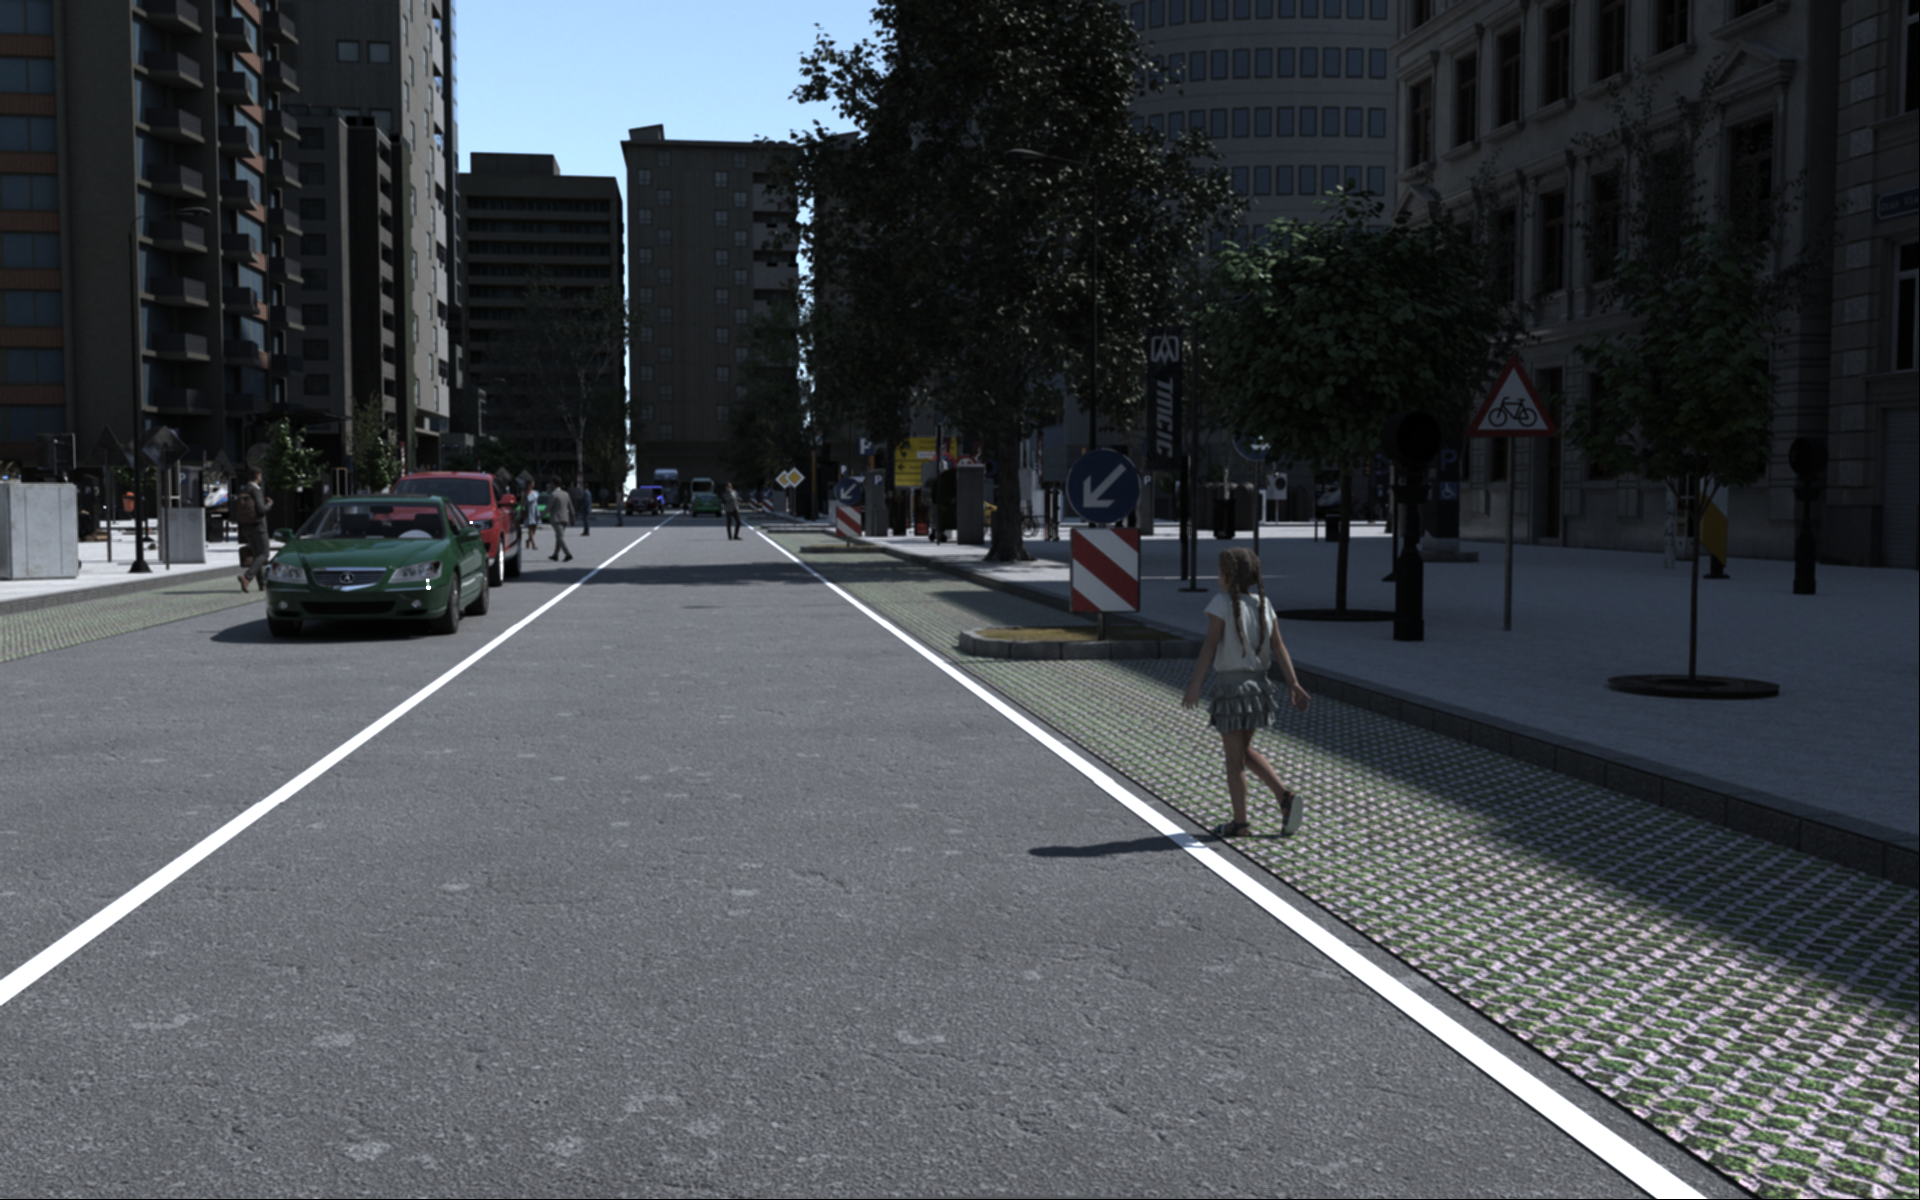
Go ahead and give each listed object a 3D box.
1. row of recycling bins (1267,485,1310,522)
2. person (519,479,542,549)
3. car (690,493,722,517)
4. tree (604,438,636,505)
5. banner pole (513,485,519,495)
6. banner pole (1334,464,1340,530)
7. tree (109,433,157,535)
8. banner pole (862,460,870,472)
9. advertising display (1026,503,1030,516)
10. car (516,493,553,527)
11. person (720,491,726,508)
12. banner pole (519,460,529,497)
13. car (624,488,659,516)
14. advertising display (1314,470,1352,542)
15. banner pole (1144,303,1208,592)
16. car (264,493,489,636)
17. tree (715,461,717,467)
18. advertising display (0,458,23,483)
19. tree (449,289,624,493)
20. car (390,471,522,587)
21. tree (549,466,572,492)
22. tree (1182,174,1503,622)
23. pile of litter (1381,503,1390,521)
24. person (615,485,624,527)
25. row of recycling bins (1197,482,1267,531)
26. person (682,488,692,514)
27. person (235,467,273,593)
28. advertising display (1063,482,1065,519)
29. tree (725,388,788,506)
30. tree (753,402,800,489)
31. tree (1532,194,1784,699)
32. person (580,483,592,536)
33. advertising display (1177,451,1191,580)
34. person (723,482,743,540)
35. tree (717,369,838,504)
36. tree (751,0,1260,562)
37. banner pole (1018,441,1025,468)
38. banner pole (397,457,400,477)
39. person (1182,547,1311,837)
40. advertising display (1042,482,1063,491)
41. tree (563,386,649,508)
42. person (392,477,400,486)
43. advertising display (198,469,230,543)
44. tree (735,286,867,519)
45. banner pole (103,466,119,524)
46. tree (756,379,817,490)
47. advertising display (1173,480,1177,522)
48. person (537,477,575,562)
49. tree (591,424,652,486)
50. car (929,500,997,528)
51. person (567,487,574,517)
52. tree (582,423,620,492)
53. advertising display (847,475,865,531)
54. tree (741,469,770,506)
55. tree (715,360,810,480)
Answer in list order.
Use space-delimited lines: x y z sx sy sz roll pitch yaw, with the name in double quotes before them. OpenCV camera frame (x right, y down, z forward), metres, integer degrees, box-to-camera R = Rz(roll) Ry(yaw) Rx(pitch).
"row of recycling bins" 14.381 -4.465 80.108 3.534 1.692 1.069 1 4 11
"person" -11.147 -2.215 44.812 0.616 1.811 0.778 -3 4 -37
"car" -15.858 -6.088 108.327 1.959 1.807 4.718 -1 4 -10
"tree" -41.557 -15.888 210.128 4.360 8.622 3.978 0 3 0
"banner pole" -32.813 -8.378 126.995 0.401 3.779 0.863 -1 4 -21
"banner pole" 13.663 -4.426 62.375 0.401 3.779 0.863 -2 4 -28
"tree" -26.057 -3.707 55.209 1.663 3.219 1.824 0 3 0
"banner pole" -6.833 -8.285 125.484 0.863 3.779 0.401 0 4 6
"advertising display" 3.487 -5.070 88.108 0.974 1.923 0.123 2 4 31
"car" -18.332 -4.064 75.247 1.959 1.807 4.718 -1 4 -9
"person" -24.063 -10.272 177.174 1.217 1.743 0.721 0 4 4
"banner pole" -32.544 -8.498 128.953 0.863 3.779 0.401 -3 5 -43
"car" -21.485 -6.628 117.042 2.281 1.827 5.304 0 4 -8
"advertising display" 10.008 -2.525 46.503 0.974 1.923 0.123 1 4 8
"banner pole" 2.849 -2.004 22.779 0.863 3.779 0.401 0 4 5
"car" -6.304 -0.446 19.084 2.131 1.459 4.920 -1 4 -9
"tree" -27.475 -17.593 222.057 8.767 10.594 7.601 0 4 7
"advertising display" -17.191 -1.579 31.038 0.123 1.923 0.974 1 4 14
"tree" -25.026 -11.791 103.154 12.009 13.543 11.850 0 3 0
"car" -8.370 -1.202 28.325 2.281 1.827 5.304 -1 4 -9
"tree" -27.416 -7.613 119.068 1.663 3.219 1.824 0 3 0
"tree" 3.917 -2.094 17.951 4.285 4.588 4.351 0 3 0
"pile of litter" 20.412 -4.134 81.554 1.176 0.858 1.719 1 4 15
"person" -14.981 -4.148 76.327 0.388 1.821 0.555 0 4 3
"row of recycling bins" 9.423 -3.317 61.347 1.069 1.692 3.534 -1 4 -19
"person" -19.225 -6.939 121.911 0.822 1.834 0.622 -2 4 -29
"person" -10.320 -1.029 25.289 0.622 1.834 0.822 2 4 26
"advertising display" 5.426 -5.223 90.602 0.123 1.923 0.974 0 4 5
"tree" -21.208 -16.249 183.794 7.486 12.596 7.792 0 3 0
"tree" -14.798 -11.464 137.803 4.737 8.622 4.395 0 3 0
"tree" 4.889 -1.022 11.314 1.663 3.219 1.824 0 3 0
"person" -12.873 -3.113 59.574 0.419 1.800 0.721 -1 4 -13
"advertising display" 3.400 -1.279 26.133 0.123 1.923 0.974 1 4 10
"person" -7.106 -2.780 54.133 0.592 1.802 0.473 -2 4 -29
"tree" -13.166 -11.956 129.891 8.767 10.594 7.601 -1 4 -15
"tree" 0.868 -7.093 32.984 9.611 12.733 9.660 0 3 0
"banner pole" 3.014 -5.639 82.218 0.401 3.779 0.863 0 4 3
"banner pole" -37.572 -7.703 115.964 0.401 3.779 0.863 -2 4 -28
"person" 1.165 0.390 7.145 0.505 1.210 0.382 -2 4 -34
"advertising display" 4.701 -5.149 89.394 0.974 1.923 0.123 1 4 16
"tree" -33.177 -14.476 162.442 9.928 11.665 9.643 0 3 0
"person" -12.056 -1.724 36.954 0.850 1.792 0.678 -1 4 -17
"advertising display" -19.702 -2.481 45.780 0.123 1.923 0.974 1 4 19
"tree" -7.540 -9.916 87.876 9.928 11.665 9.643 0 3 0
"banner pole" -36.374 -5.140 74.052 0.863 3.779 0.401 2 4 26
"tree" -10.816 -9.822 110.950 4.360 8.622 3.978 0 3 0
"advertising display" 10.059 -4.601 80.443 0.123 1.923 0.974 1 4 20
"person" -8.555 -1.723 36.942 0.850 1.792 0.678 2 4 32
"tree" -43.150 -17.493 220.414 8.767 10.594 7.601 0 4 -1
"car" 0.366 -3.613 69.289 3.980 1.641 2.015 0 4 -7
"person" -21.800 -5.420 97.098 0.573 1.828 0.580 1 4 23
"tree" -36.812 -13.924 178.014 4.737 8.622 4.395 0 3 0
"advertising display" -3.400 -3.322 59.522 0.974 1.923 0.123 -1 4 -22
"tree" -22.441 -12.686 191.134 4.285 4.588 4.351 0 3 0
"tree" -17.200 -14.937 154.596 12.009 13.543 11.850 0 3 0
